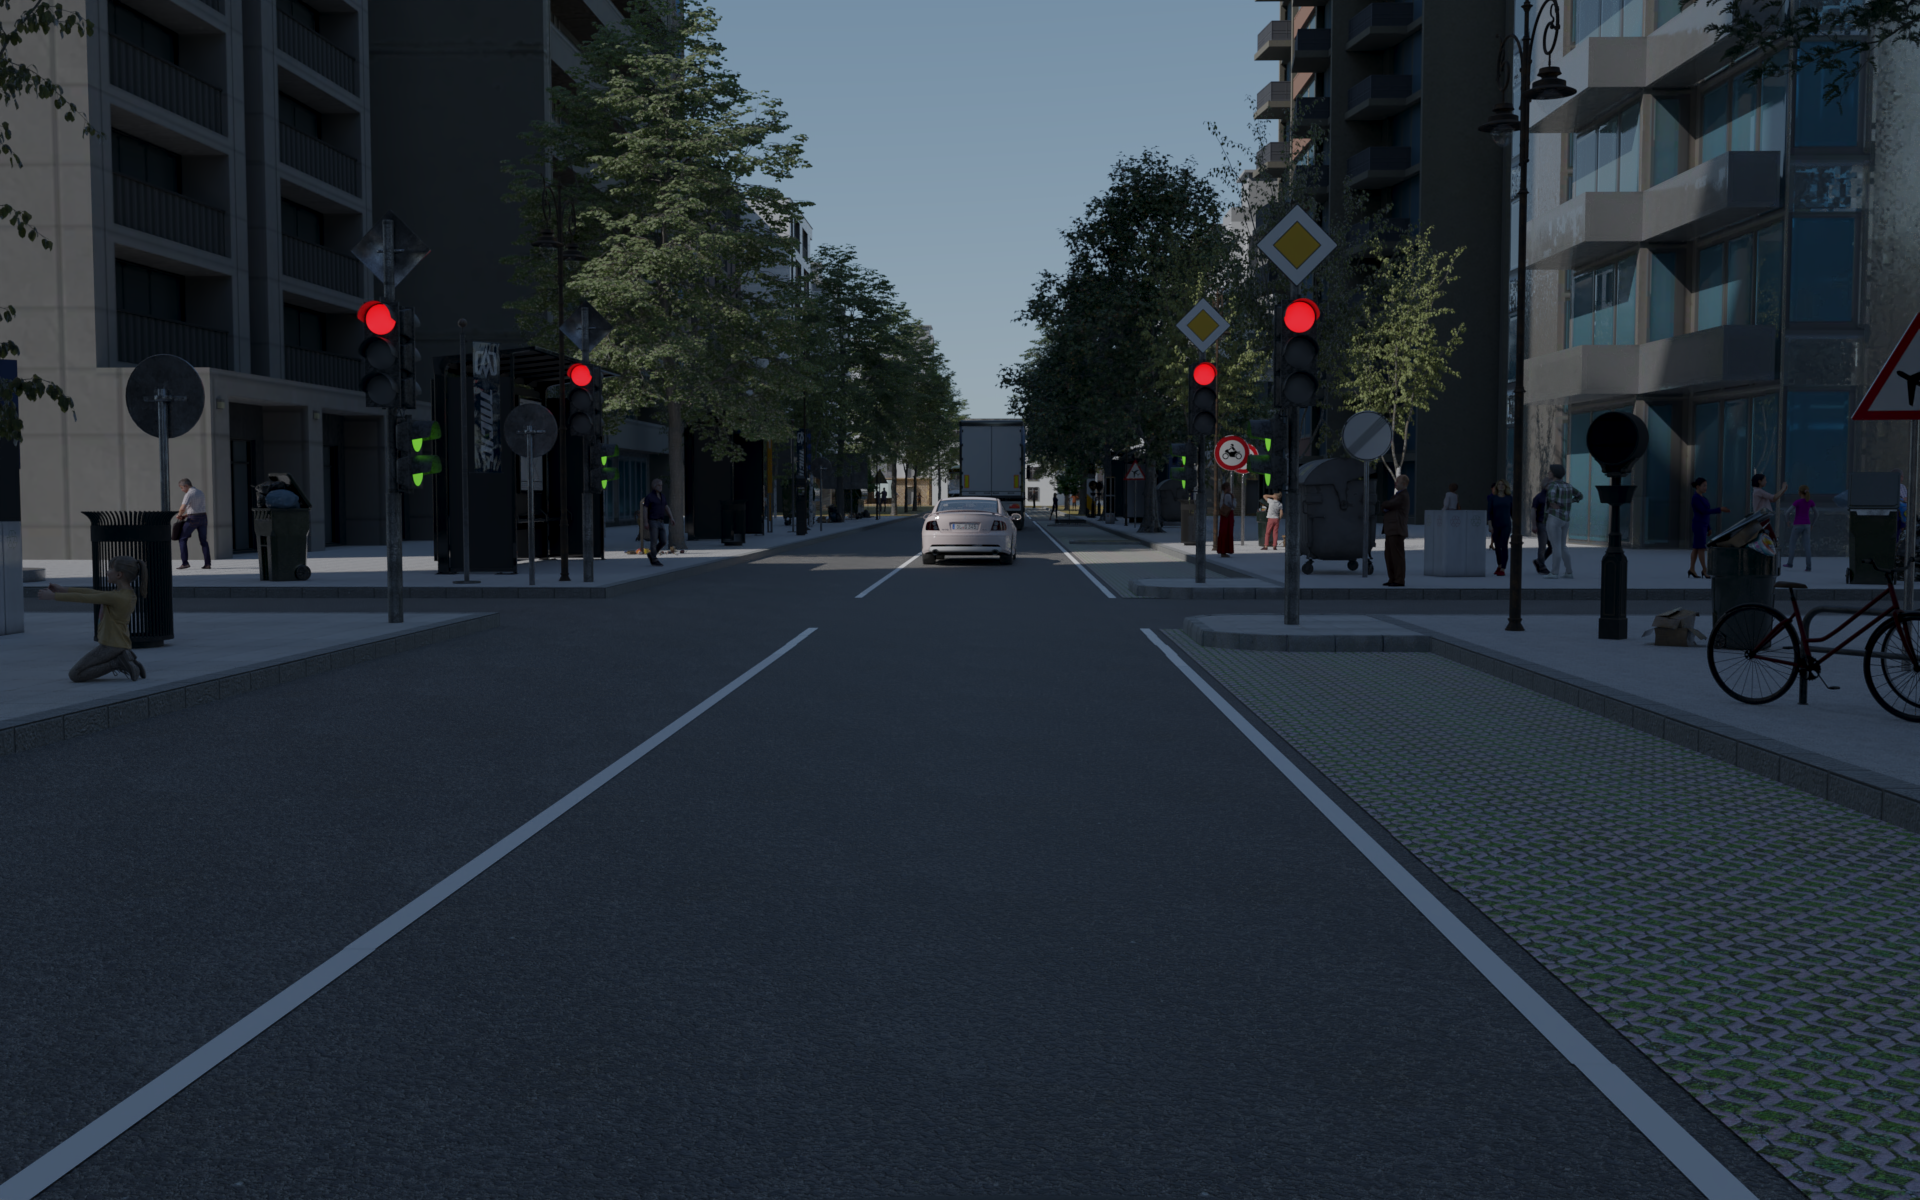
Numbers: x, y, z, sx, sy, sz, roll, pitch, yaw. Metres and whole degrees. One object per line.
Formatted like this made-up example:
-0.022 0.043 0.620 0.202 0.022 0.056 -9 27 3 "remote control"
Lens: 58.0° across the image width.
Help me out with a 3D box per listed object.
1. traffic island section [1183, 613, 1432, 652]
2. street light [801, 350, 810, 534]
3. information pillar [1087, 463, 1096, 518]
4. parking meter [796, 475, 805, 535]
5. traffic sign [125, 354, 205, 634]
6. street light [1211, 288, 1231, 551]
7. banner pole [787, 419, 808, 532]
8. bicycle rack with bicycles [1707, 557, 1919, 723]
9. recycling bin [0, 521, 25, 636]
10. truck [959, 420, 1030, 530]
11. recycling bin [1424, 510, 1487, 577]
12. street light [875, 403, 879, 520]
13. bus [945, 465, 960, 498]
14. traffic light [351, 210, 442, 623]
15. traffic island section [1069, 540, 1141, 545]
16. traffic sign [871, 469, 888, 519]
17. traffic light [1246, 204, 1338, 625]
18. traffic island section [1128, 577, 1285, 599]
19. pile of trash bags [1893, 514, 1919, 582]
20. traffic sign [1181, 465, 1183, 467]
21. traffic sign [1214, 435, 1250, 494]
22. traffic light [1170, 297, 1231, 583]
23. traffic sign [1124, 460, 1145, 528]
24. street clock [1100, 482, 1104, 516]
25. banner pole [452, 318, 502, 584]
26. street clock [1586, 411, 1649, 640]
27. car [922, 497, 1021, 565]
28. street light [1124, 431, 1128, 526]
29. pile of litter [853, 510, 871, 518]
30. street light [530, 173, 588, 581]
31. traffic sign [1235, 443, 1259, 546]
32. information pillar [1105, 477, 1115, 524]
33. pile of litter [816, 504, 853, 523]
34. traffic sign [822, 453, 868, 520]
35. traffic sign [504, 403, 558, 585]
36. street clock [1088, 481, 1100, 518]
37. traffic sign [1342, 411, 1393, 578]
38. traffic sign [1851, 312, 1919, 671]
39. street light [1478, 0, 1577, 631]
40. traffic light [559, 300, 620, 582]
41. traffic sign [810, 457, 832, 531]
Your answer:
3.288 0.320 17.055 2.009 0.180 2.903 0 4 2 "traffic island section"
-4.990 -5.070 55.674 0.468 5.910 1.993 0 4 2 "street light"
7.051 -6.214 92.958 0.504 3.616 0.183 2 4 31 "information pillar"
-4.947 -2.938 53.754 0.255 1.863 0.399 -1 4 -12 "parking meter"
-7.251 -0.960 15.802 0.768 2.556 0.104 0 4 7 "traffic sign"
5.780 -4.051 39.025 0.468 5.910 1.993 0 4 2 "street light"
-5.426 -4.167 58.151 0.863 3.779 0.401 -3 5 -43 "banner pole"
6.286 0.209 9.967 2.852 0.926 2.925 -2 4 -27 "bicycle rack with bicycles"
-9.029 -0.193 15.702 0.722 1.027 0.722 0 4 0 "recycling bin"
1.455 -5.048 71.448 2.839 4.237 11.283 0 4 3 "truck"
7.728 -0.886 27.046 0.722 1.027 0.722 -1 4 -12 "recycling bin"
-4.120 -6.917 85.873 0.468 5.910 1.993 0 4 2 "street light"
0.267 -9.729 150.607 2.896 3.916 12.252 0 4 1 "bus"
-5.610 -1.727 17.158 0.839 4.253 0.868 0 4 2 "traffic light"
4.143 -1.647 49.796 1.991 0.108 1.994 0 4 2 "traffic island section"
-4.117 -5.429 88.768 0.884 2.594 0.081 0 4 6 "traffic sign"
3.248 -1.714 16.942 0.839 4.253 0.868 0 4 2 "traffic light"
3.498 -0.169 25.037 2.009 0.180 2.903 0 4 2 "traffic island section"
15.507 -0.937 25.074 3.447 1.369 1.912 0 4 6 "pile of trash bags"
8.864 -4.181 68.369 0.884 2.594 0.081 0 4 3 "traffic sign"
5.887 -2.290 37.547 0.768 2.556 0.104 0 4 4 "traffic sign"
3.458 -2.202 24.925 0.839 4.253 0.868 0 4 2 "traffic light"
6.637 -4.012 65.597 0.884 2.594 0.081 0 4 7 "traffic sign"
8.041 -5.844 100.115 0.471 2.002 0.358 2 4 29 "street clock"
-6.948 -2.139 24.982 0.401 3.779 0.863 3 5 40 "banner pole"
5.786 -0.656 15.289 0.471 2.002 0.358 3 5 44 "street clock"
0.232 -1.477 36.519 2.083 1.381 4.827 0 4 3 "car"
6.655 -5.898 69.224 0.468 5.910 1.993 0 4 2 "street light"
-5.532 -4.833 92.988 1.719 0.858 1.176 -1 4 -21 "pile of litter"
-5.835 -3.218 25.396 0.468 5.910 1.993 0 4 2 "street light"
7.025 -2.623 42.984 0.768 2.556 0.104 1 4 11 "traffic sign"
6.479 -4.295 74.723 0.304 2.012 0.304 3 5 43 "information pillar"
-5.912 -3.868 77.205 1.176 0.858 1.719 3 5 44 "pile of litter"
-5.724 -5.643 86.143 2.265 3.308 0.079 0 4 2 "traffic sign"
-6.020 -1.479 24.286 0.768 2.556 0.104 0 4 5 "traffic sign"
7.092 -5.368 92.342 0.471 2.002 0.358 1 4 10 "street clock"
6.227 -1.618 26.557 0.768 2.556 0.104 0 4 7 "traffic sign"
6.867 -0.764 12.495 0.884 2.594 0.081 0 4 6 "traffic sign"
5.215 -2.649 16.101 0.468 5.910 1.993 0 4 2 "street light"
-5.401 -2.215 25.141 0.839 4.253 0.868 0 4 2 "traffic light"
-4.795 -3.645 59.707 0.768 2.556 0.104 1 4 9 "traffic sign"
